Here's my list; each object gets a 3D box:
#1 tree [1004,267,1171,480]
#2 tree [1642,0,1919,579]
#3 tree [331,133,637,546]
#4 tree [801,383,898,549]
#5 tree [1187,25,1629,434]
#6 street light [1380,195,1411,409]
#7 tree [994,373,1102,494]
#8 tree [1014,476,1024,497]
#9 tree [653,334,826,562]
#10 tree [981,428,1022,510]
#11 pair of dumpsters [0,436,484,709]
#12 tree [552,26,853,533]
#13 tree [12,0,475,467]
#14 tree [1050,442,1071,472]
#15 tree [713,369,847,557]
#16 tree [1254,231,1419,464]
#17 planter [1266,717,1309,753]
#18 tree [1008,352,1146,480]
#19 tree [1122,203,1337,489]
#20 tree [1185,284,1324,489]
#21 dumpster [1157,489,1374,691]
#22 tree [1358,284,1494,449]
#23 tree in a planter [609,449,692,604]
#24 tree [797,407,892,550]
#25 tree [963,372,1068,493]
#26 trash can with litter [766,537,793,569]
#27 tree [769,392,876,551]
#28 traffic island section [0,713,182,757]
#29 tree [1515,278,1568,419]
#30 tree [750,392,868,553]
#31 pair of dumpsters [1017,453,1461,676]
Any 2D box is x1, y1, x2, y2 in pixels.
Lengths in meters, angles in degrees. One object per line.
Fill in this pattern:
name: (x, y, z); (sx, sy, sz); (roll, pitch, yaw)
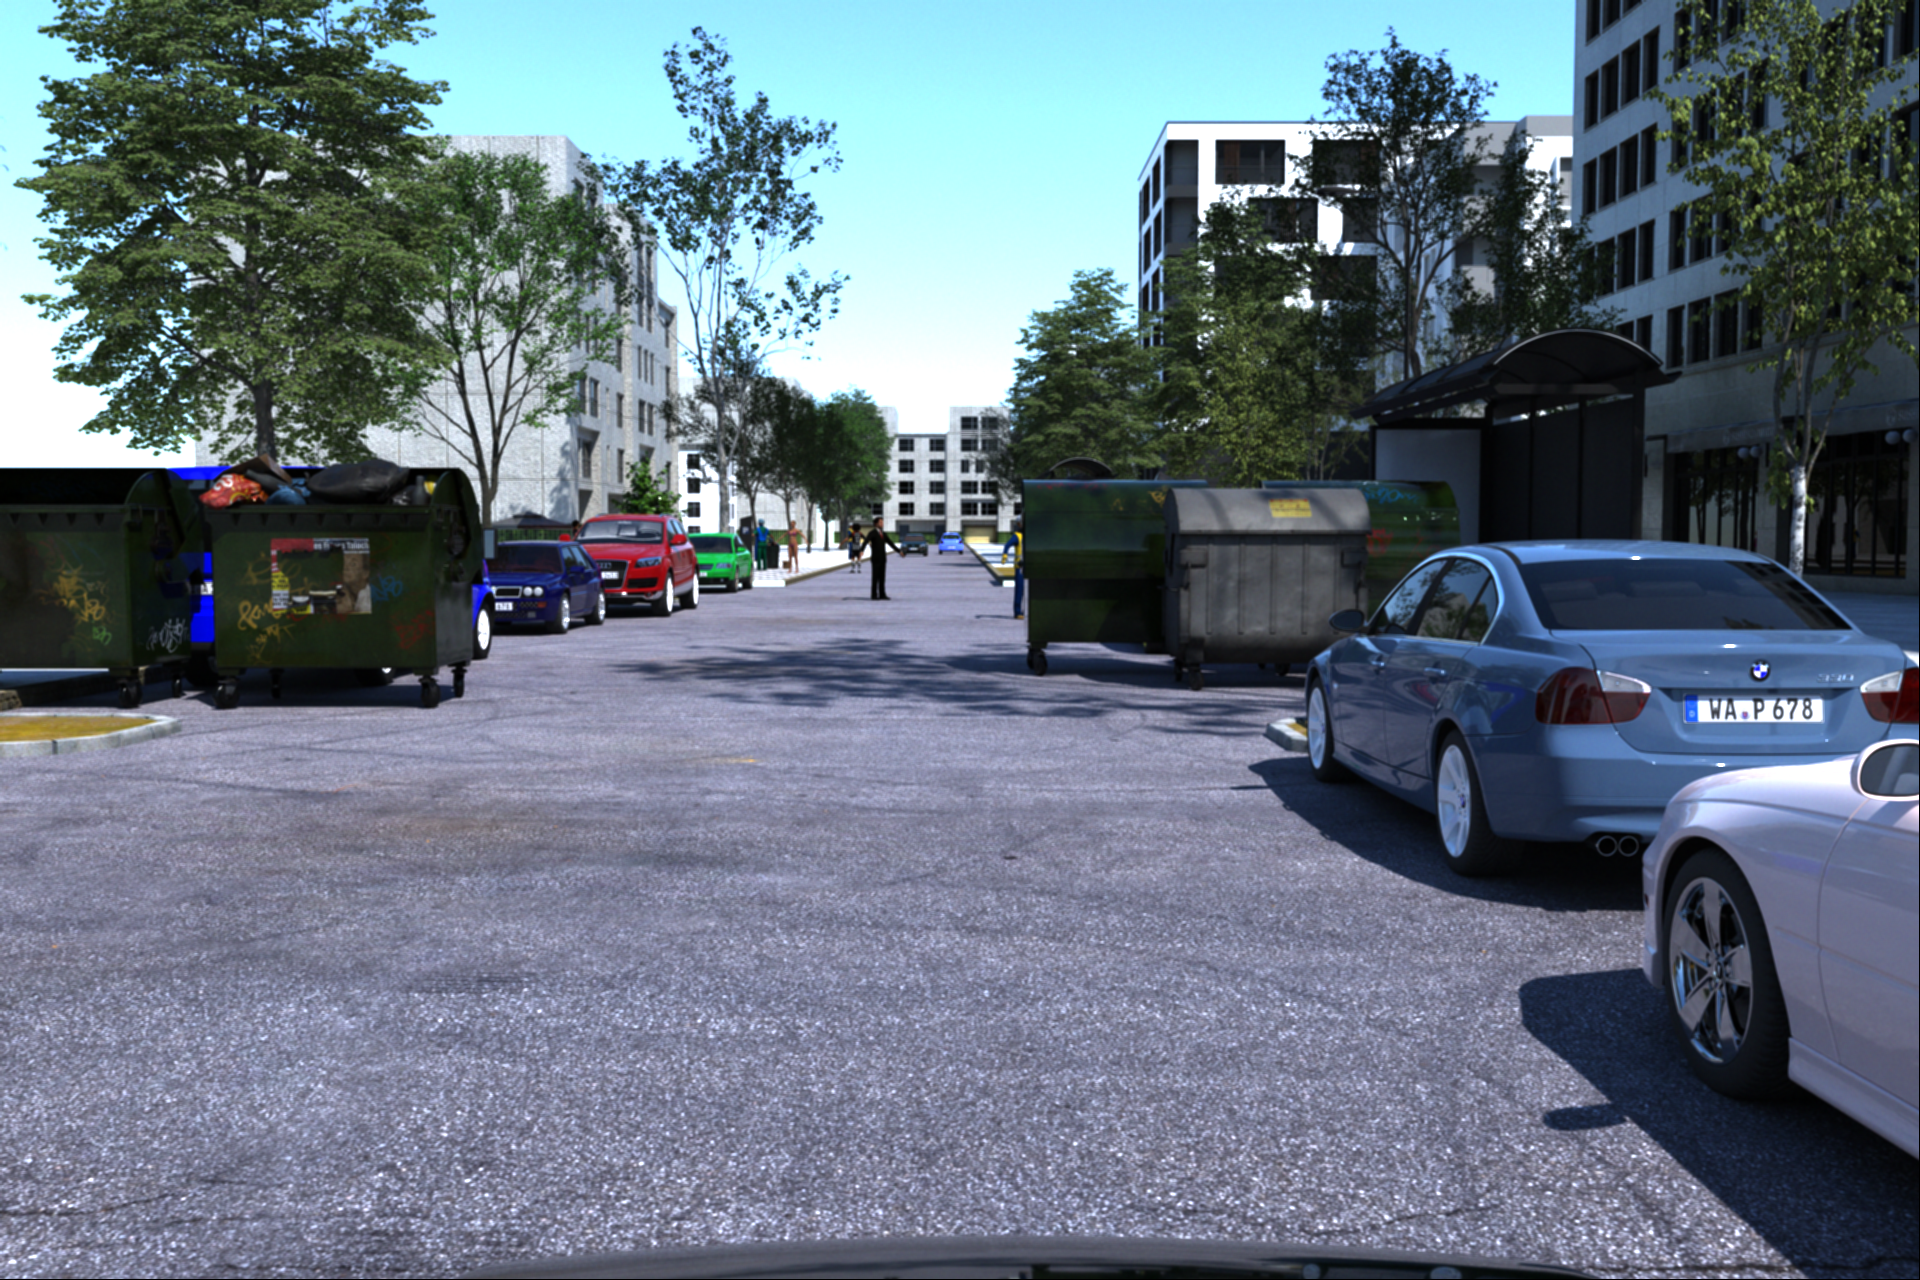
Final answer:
tree: (5.441, -9.535, 74.019); (7.486, 12.596, 7.792); (0, 3, 0)
tree: (9.559, -4.205, 19.116); (4.737, 8.622, 4.395); (0, 3, 0)
tree: (-12.240, -7.278, 44.751); (9.928, 11.665, 9.643); (0, 3, 0)
tree: (-9.875, -14.765, 148.070); (9.857, 13.997, 8.962); (0, 3, 0)
tree: (8.670, -5.943, 31.573); (8.767, 10.594, 7.601); (-2, 4, -28)
street light: (6.531, -3.102, 23.256); (1.470, 5.913, 1.316); (0, 4, 0)
tree: (5.429, -9.941, 96.955); (7.601, 10.594, 8.767); (-1, 4, -17)
tree: (6.301, -10.247, 117.893); (4.360, 8.622, 3.978); (0, 3, 0)
tree: (-9.685, -8.942, 80.620); (7.601, 10.594, 8.767); (3, 5, 40)
tree: (5.498, -12.673, 141.612); (7.601, 10.594, 8.767); (1, 4, 18)
pair of dumpsters: (-6.395, -0.589, 14.580); (4.436, 2.255, 1.574); (0, 4, 0)
tree: (-10.342, -12.955, 67.697); (12.611, 20.169, 13.585); (0, 3, 0)
tree: (-12.030, -6.802, 29.345); (7.486, 12.596, 7.792); (0, 3, 0)
tree: (5.577, -9.849, 111.393); (4.360, 8.622, 3.978); (0, 3, 0)
tree: (-9.795, -9.965, 97.340); (7.601, 10.594, 8.767); (1, 4, 16)
tree: (8.695, -5.667, 43.021); (4.360, 8.622, 3.978); (0, 3, 0)
planter: (3.167, 0.565, 11.902); (1.991, 0.319, 1.994); (0, 4, 0)
tree: (5.901, -9.334, 87.022); (7.601, 10.594, 8.767); (0, 4, -1)
tree: (9.504, -8.681, 60.061); (7.486, 12.596, 7.792); (0, 3, 0)
tree: (8.439, -6.132, 50.617); (4.737, 8.622, 4.395); (0, 3, 0)
dumpster: (2.843, -0.495, 16.310); (1.865, 1.857, 1.264); (0, 4, -1)
tree: (14.232, -6.100, 50.094); (4.360, 8.622, 3.978); (0, 3, 0)
tree in a planter: (-6.624, -2.397, 36.418); (1.991, 3.239, 1.994); (0, 4, 1)
tree: (-9.305, -12.937, 137.271); (9.928, 11.665, 9.643); (0, 3, 0)
tree: (5.288, -13.245, 126.926); (12.009, 13.543, 11.850); (0, 3, 0)
trash can with litter: (-6.700, -3.226, 64.135); (1.055, 1.170, 0.624); (0, 4, 0)
tree: (-9.976, -12.354, 127.738); (9.928, 11.665, 9.643); (0, 3, 0)
traffic island section: (-6.625, 0.662, 12.050); (1.991, 0.108, 1.994); (0, 4, 0)
tree: (23.111, -8.478, 64.373); (9.928, 11.665, 9.643); (0, 3, 0)
tree: (-10.094, -11.007, 114.381); (8.767, 10.594, 7.601); (0, 4, 4)
pair of dumpsters: (2.811, -0.796, 17.967); (4.436, 2.255, 1.574); (0, 3, 0)
